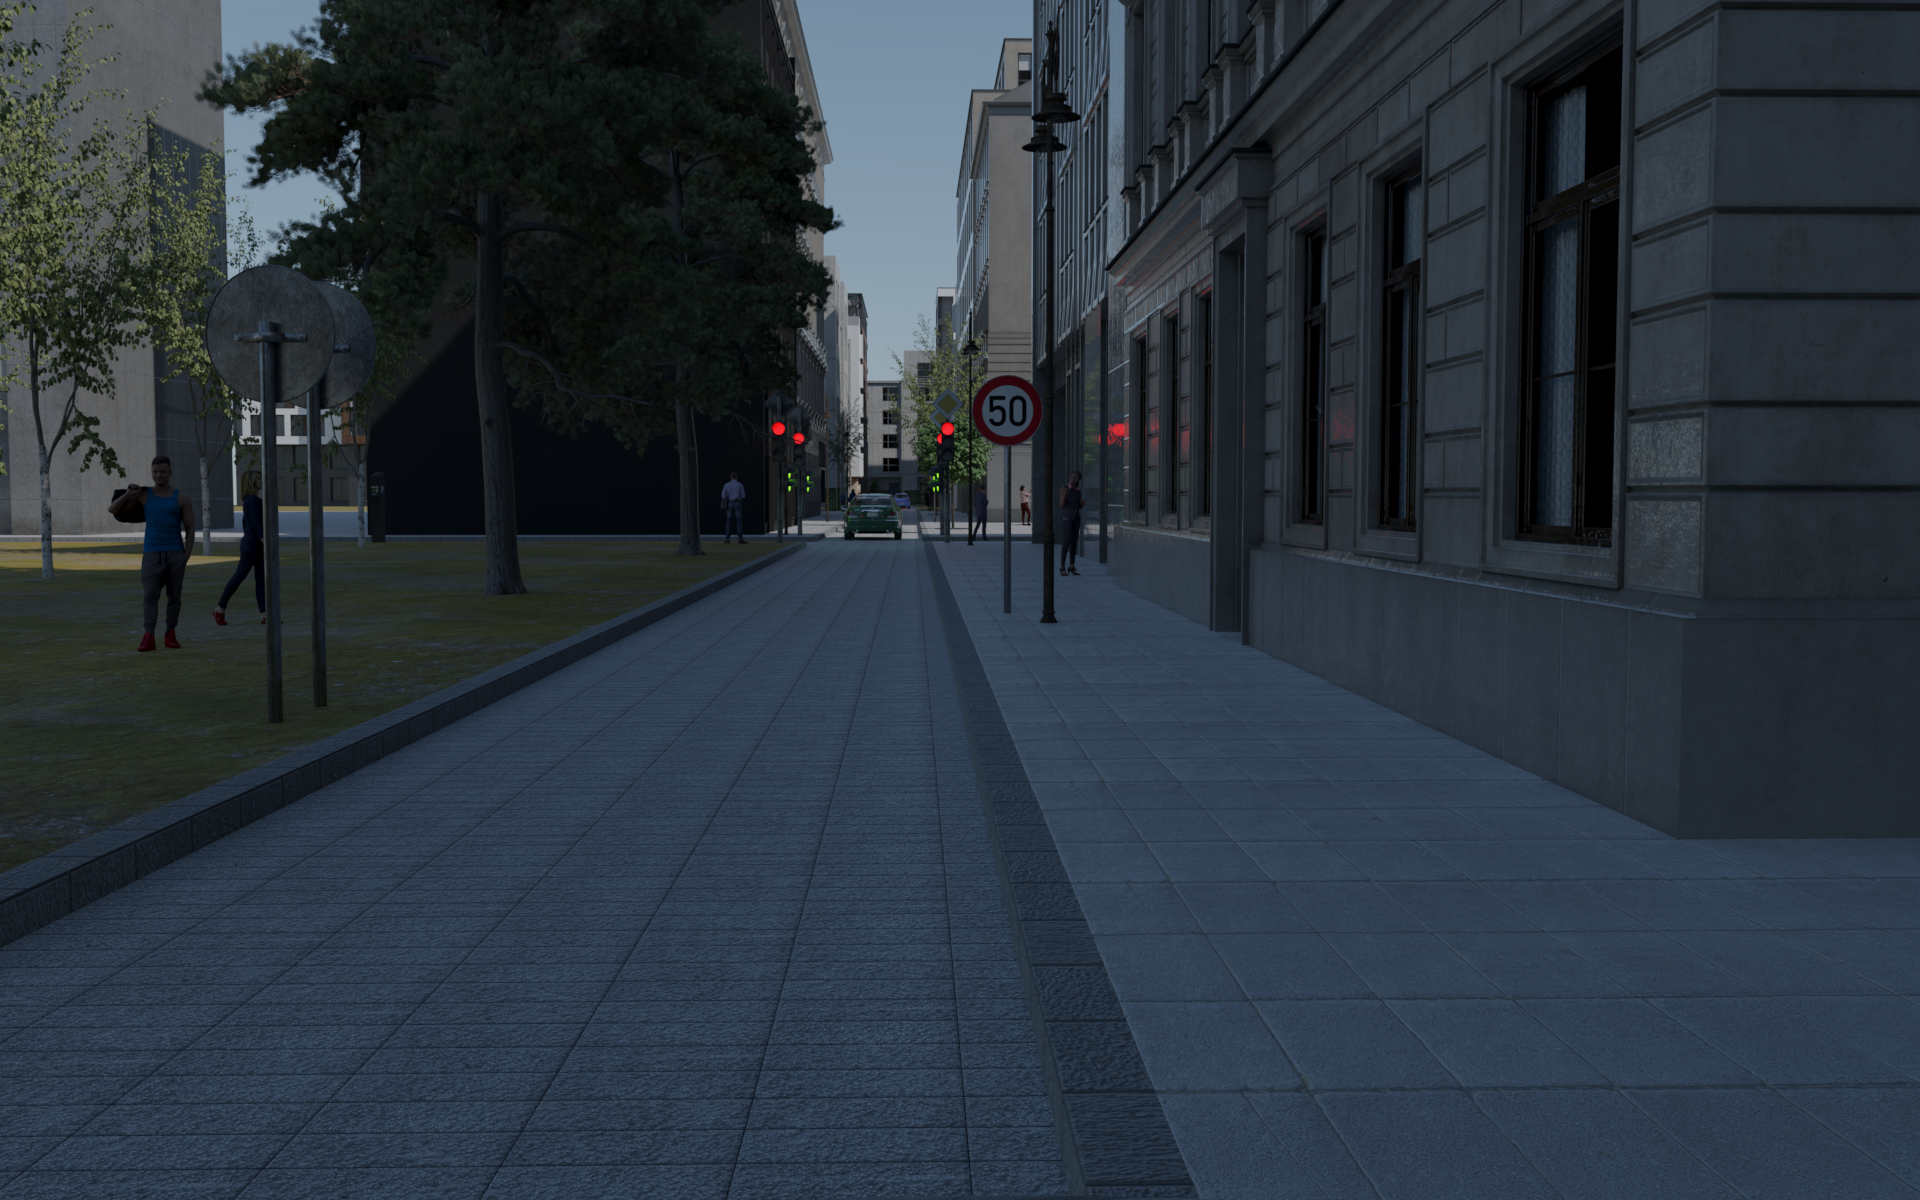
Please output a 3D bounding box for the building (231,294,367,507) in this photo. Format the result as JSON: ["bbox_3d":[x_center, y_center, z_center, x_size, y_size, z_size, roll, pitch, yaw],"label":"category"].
[{"bbox_3d":[-59.242,-21.073,188.521,32.646,21.610,27.936,0,4,-2],"label":"building"}]

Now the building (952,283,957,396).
[{"bbox_3d":[7.430,-17.195,137.552,16.016,20.091,11.380,0,4,-2],"label":"building"}]

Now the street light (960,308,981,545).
[{"bbox_3d":[0.259,-4.304,43.157,0.468,5.910,1.993,0,4,-2],"label":"street light"}]

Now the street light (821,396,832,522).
[{"bbox_3d":[-6.122,-6.548,79.844,0.468,5.910,1.993,0,4,-2],"label":"street light"}]

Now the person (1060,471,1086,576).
[{"bbox_3d":[1.770,-1.205,27.221,0.415,1.643,0.593,1,4,10],"label":"person"}]

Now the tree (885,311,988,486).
[{"bbox_3d":[-0.706,-7.247,68.849,4.737,8.622,4.395,0,3,0],"label":"tree"}]

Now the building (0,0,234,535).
[{"bbox_3d":[-37.333,-14.725,58.781,19.932,24.808,12.078,0,4,-2],"label":"building"}]

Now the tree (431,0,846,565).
[{"bbox_3d":[-5.699,-6.961,35.872,6.751,12.117,7.091,0,3,0],"label":"tree"}]

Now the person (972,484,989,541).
[{"bbox_3d":[0.636,-2.494,50.203,0.530,1.710,0.541,-1,4,-23],"label":"person"}]

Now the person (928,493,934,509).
[{"bbox_3d":[-2.386,-8.363,143.704,0.541,1.710,0.530,3,5,44],"label":"person"}]

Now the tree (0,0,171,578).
[{"bbox_3d":[-13.682,-4.639,26.204,4.737,8.622,4.395,0,3,0],"label":"tree"}]

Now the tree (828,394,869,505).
[{"bbox_3d":[-8.343,-10.656,124.586,4.360,8.622,3.978,0,3,0],"label":"tree"}]

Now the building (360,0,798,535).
[{"bbox_3d":[-12.481,-14.160,61.186,12.332,23.373,15.834,0,4,-2],"label":"building"}]

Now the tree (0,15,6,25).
[{"bbox_3d":[-4.726,-1.315,5.221,4.285,4.588,4.351,0,3,0],"label":"tree"}]

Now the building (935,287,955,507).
[{"bbox_3d":[11.281,-21.037,187.930,27.936,21.610,32.646,0,4,-2],"label":"building"}]

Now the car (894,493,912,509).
[{"bbox_3d":[-5.599,-9.554,165.804,1.945,1.707,3.694,0,4,-2],"label":"car"}]

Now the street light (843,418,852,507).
[{"bbox_3d":[-6.854,-8.122,105.584,0.468,5.910,1.993,0,4,-2],"label":"street light"}]

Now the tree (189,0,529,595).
[{"bbox_3d":[-5.975,-6.110,21.952,6.751,12.117,7.091,0,3,0],"label":"tree"}]

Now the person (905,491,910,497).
[{"bbox_3d":[-5.767,-10.652,183.382,1.217,1.743,0.721,-2,4,-25],"label":"person"}]

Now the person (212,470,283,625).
[{"bbox_3d":[-7.005,-0.514,16.996,0.613,1.512,0.480,-2,4,-32],"label":"person"}]

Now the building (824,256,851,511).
[{"bbox_3d":[-18.028,-16.986,144.173,16.747,18.905,31.486,0,4,-2],"label":"building"}]

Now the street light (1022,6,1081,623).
[{"bbox_3d":[0.883,-2.709,17.086,0.468,5.910,1.993,0,4,-2],"label":"street light"}]

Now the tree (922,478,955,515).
[{"bbox_3d":[-1.440,-7.814,122.355,1.663,3.219,1.824,0,3,0],"label":"tree"}]

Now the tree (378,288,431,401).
[{"bbox_3d":[-14.647,-5.599,41.912,4.737,8.622,4.395,0,3,0],"label":"tree"}]

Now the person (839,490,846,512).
[{"bbox_3d":[-8.367,-7.070,123.851,0.499,1.552,0.429,0,4,2],"label":"person"}]

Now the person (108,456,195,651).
[{"bbox_3d":[-6.681,-0.393,14.345,0.647,1.594,0.662,-2,4,-28],"label":"person"}]

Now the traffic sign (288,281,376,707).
[{"bbox_3d":[-3.867,-0.629,10.393,0.768,2.556,0.104,0,4,8],"label":"traffic sign"}]

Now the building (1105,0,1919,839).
[{"bbox_3d":[7.124,-9.199,15.028,10.561,19.102,19.286,0,4,-2],"label":"building"}]

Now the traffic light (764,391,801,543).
[{"bbox_3d":[-4.705,-3.434,45.392,0.839,4.213,0.868,0,4,-2],"label":"traffic light"}]

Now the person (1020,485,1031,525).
[{"bbox_3d":[2.723,-3.877,70.899,0.566,1.644,0.517,0,4,6],"label":"person"}]

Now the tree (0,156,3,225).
[{"bbox_3d":[-22.718,-6.850,34.061,6.751,12.117,7.091,0,3,0],"label":"tree"}]

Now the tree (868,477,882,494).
[{"bbox_3d":[-9.442,-12.167,193.538,1.663,3.219,1.824,0,3,0],"label":"tree"}]

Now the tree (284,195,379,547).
[{"bbox_3d":[-15.548,-5.235,35.949,4.737,8.622,4.395,0,3,0],"label":"tree"}]

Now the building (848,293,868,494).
[{"bbox_3d":[-26.614,-21.141,189.633,32.646,21.610,27.936,0,4,-2],"label":"building"}]

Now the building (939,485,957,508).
[{"bbox_3d":[2.777,-13.168,157.440,9.099,9.664,28.070,0,4,-2],"label":"building"}]

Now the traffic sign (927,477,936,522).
[{"bbox_3d":[-1.149,-4.842,79.275,0.768,2.556,0.104,0,4,1],"label":"traffic sign"}]

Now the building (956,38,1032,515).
[{"bbox_3d":[9.834,-18.802,111.933,19.350,26.468,34.151,0,4,-2],"label":"building"}]

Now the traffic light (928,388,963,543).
[{"bbox_3d":[-0.346,-3.442,45.527,0.839,4.213,0.868,0,4,-2],"label":"traffic light"}]

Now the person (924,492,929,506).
[{"bbox_3d":[-3.406,-10.898,184.365,0.705,1.807,1.348,-3,5,-42],"label":"person"}]

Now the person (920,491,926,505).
[{"bbox_3d":[-3.983,-11.925,200.981,1.348,1.831,0.705,0,4,-3],"label":"person"}]

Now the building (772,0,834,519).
[{"bbox_3d":[-16.001,-19.230,90.829,17.030,29.872,44.131,0,4,-2],"label":"building"}]

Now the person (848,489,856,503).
[{"bbox_3d":[-6.766,-6.173,108.672,0.593,1.614,0.444,1,4,18],"label":"person"}]

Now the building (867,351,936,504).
[{"bbox_3d":[-7.141,-21.730,221.742,31.486,18.905,16.747,0,4,-2],"label":"building"}]

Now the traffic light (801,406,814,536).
[{"bbox_3d":[-4.924,-3.922,53.374,0.839,4.213,0.868,0,4,-2],"label":"traffic light"}]

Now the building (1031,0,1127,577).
[{"bbox_3d":[8.118,-13.238,34.461,12.078,24.808,19.932,0,4,-2],"label":"building"}]

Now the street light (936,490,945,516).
[{"bbox_3d":[-0.712,-6.362,76.806,0.468,5.910,1.993,0,4,-2],"label":"street light"}]

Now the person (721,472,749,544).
[{"bbox_3d":[-5.791,-2.368,44.633,0.709,1.838,0.599,0,4,4],"label":"person"}]

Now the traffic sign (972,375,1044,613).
[{"bbox_3d":[0.512,-1.132,18.612,0.768,2.556,0.104,0,4,4],"label":"traffic sign"}]

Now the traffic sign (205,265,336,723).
[{"bbox_3d":[-3.849,-0.584,9.662,0.768,2.556,0.104,0,4,7],"label":"traffic sign"}]

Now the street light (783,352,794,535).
[{"bbox_3d":[-5.446,-4.973,54.101,0.468,5.910,1.993,0,4,-2],"label":"street light"}]

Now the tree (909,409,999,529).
[{"bbox_3d":[-0.182,-4.875,63.420,4.285,4.588,4.351,0,3,0],"label":"tree"}]

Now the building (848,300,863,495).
[{"bbox_3d":[-17.325,-18.980,166.745,16.016,20.091,11.380,0,4,-2],"label":"building"}]

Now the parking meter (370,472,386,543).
[{"bbox_3d":[-15.435,-2.459,45.915,0.255,1.863,0.399,0,4,5],"label":"parking meter"}]

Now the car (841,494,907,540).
[{"bbox_3d":[-2.755,-2.669,55.437,2.131,1.459,4.920,0,4,-2],"label":"car"}]

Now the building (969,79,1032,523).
[{"bbox_3d":[5.609,-14.475,85.814,9.793,20.994,18.267,0,4,-2],"label":"building"}]
